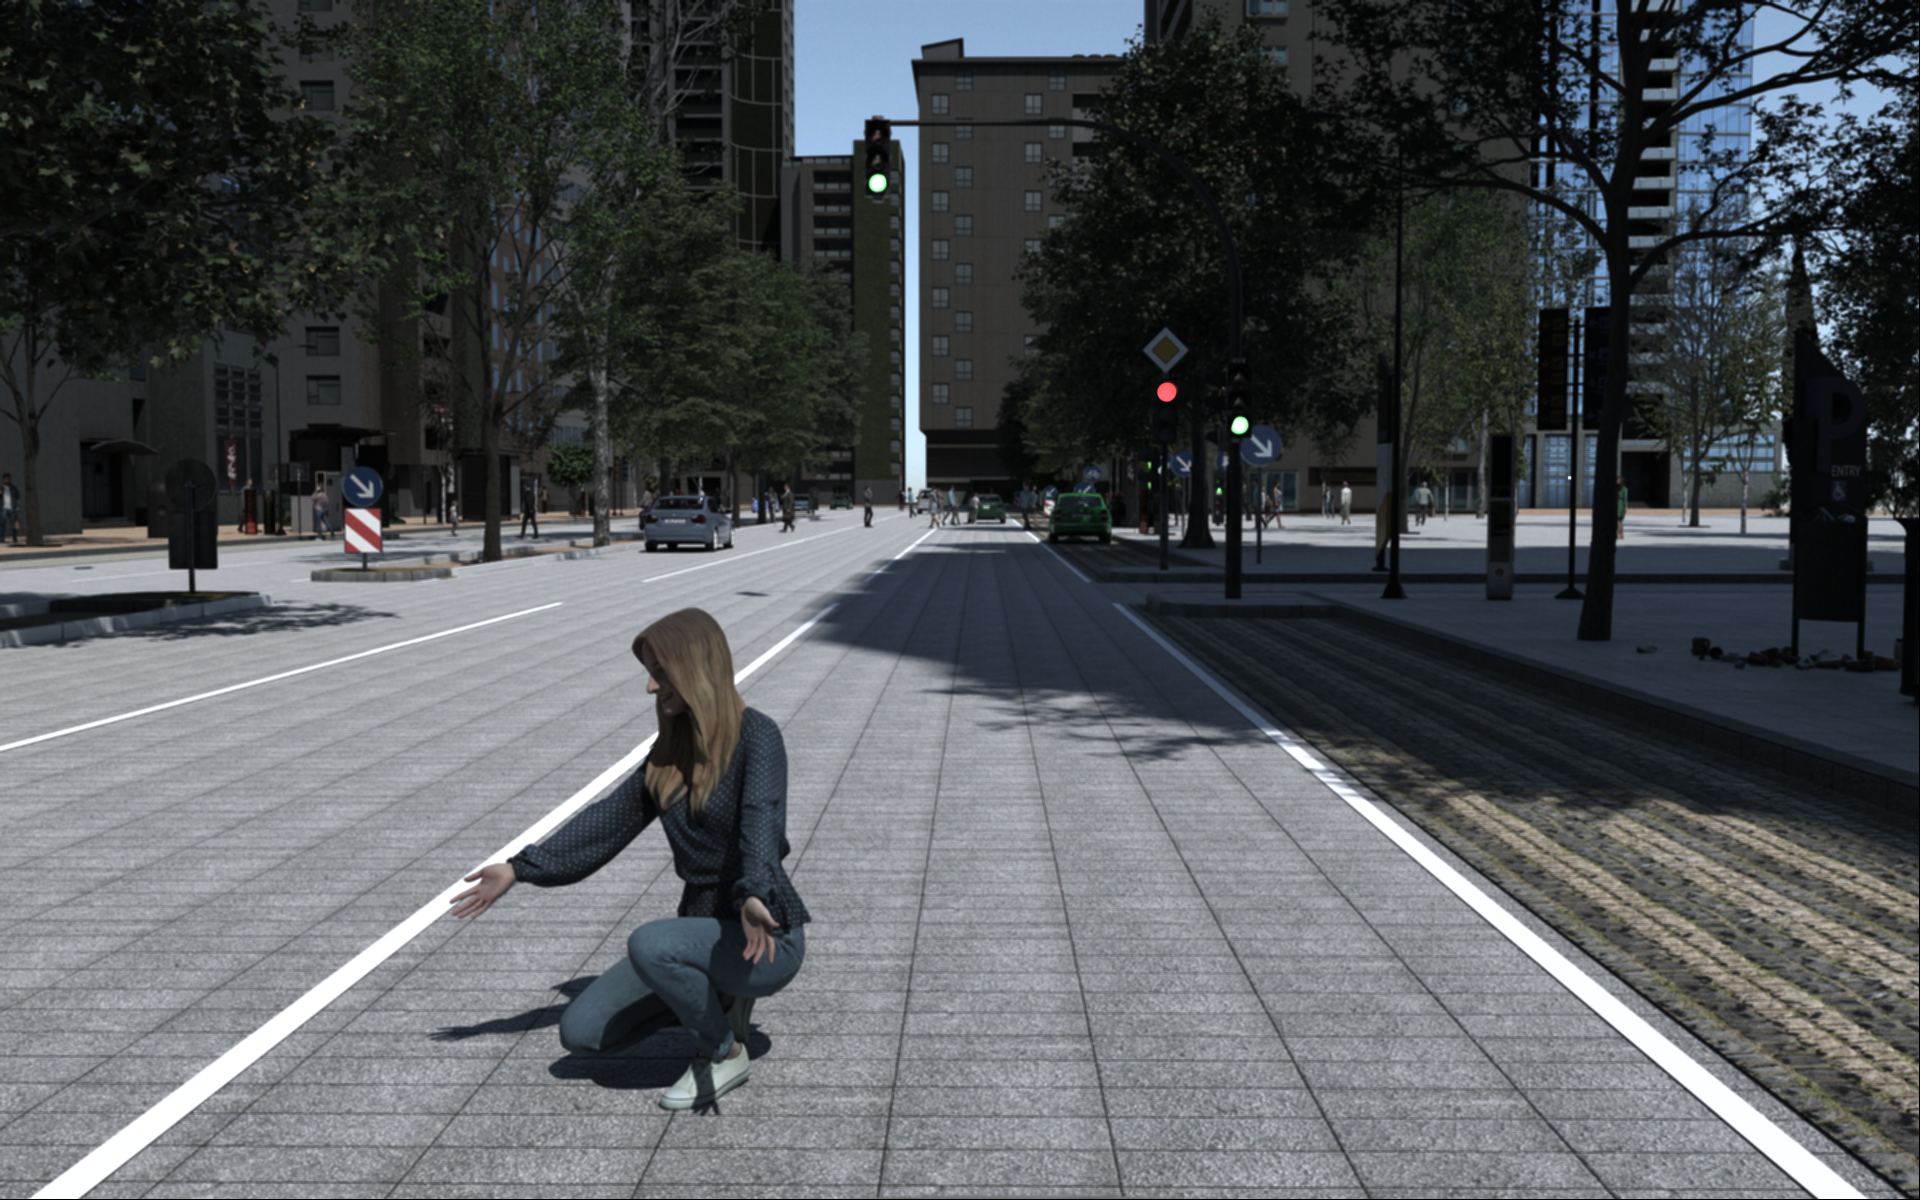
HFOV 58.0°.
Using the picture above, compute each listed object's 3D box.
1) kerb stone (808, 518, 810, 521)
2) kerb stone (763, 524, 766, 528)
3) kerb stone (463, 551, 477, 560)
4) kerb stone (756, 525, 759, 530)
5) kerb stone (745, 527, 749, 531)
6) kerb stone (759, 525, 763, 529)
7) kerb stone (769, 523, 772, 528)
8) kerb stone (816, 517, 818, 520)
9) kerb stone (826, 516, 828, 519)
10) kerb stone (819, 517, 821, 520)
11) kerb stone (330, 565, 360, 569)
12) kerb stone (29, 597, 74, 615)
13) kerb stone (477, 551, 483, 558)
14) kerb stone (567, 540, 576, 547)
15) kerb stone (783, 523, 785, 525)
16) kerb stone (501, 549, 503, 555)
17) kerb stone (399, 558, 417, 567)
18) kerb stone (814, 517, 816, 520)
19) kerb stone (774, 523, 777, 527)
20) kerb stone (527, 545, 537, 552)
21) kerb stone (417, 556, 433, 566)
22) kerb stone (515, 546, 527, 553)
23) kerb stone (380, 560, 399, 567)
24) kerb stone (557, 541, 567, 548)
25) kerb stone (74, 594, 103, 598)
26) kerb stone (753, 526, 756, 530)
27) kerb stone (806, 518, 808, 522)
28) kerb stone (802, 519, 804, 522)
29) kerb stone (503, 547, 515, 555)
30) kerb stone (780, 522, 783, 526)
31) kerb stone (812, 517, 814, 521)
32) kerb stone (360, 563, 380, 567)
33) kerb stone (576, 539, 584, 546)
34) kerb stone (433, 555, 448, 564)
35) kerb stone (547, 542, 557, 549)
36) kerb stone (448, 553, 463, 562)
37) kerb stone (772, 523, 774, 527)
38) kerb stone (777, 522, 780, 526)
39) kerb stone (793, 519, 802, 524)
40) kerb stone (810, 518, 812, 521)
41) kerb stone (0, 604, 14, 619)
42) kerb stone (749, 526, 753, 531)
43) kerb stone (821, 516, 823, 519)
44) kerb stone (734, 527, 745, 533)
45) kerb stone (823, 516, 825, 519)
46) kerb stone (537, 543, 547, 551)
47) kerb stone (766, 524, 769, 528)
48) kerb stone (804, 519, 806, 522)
[{"bbox_3d":[-8.021,-4.143,89.933,0.120,0.150,1.000,0,4,1],"label":"kerb stone"},{"bbox_3d":[-8.251,-3.014,71.473,0.120,0.150,1.000,0,4,1],"label":"kerb stone"},{"bbox_3d":[-10.767,-0.948,37.699,0.120,0.150,1.000,0,4,1],"label":"kerb stone"},{"bbox_3d":[-8.273,-2.887,69.429,0.120,0.150,1.000,0,4,1],"label":"kerb stone"},{"bbox_3d":[-8.310,-2.701,66.361,0.120,0.150,1.000,0,4,1],"label":"kerb stone"},{"bbox_3d":[-8.258,-2.951,70.451,0.120,0.150,1.000,0,4,1],"label":"kerb stone"},{"bbox_3d":[-8.228,-3.139,73.524,0.120,0.150,1.000,0,4,1],"label":"kerb stone"},{"bbox_3d":[-7.975,-4.392,94.029,0.120,0.150,1.000,0,4,1],"label":"kerb stone"},{"bbox_3d":[-7.901,-4.770,100.179,0.120,0.150,1.000,0,4,1],"label":"kerb stone"},{"bbox_3d":[-7.945,-4.519,96.077,0.120,0.150,1.000,0,4,1],"label":"kerb stone"},{"bbox_3d":[-10.858,-0.505,30.511,0.120,0.150,1.000,0,4,1],"label":"kerb stone"},{"bbox_3d":[-10.979,0.087,20.771,0.120,0.150,1.000,0,4,1],"label":"kerb stone"},{"bbox_3d":[-10.760,-1.011,38.721,0.120,0.150,1.000,0,4,1],"label":"kerb stone"},{"bbox_3d":[-10.649,-1.511,46.924,0.120,0.150,1.000,0,4,1],"label":"kerb stone"},{"bbox_3d":[-8.161,-3.447,78.666,0.120,0.150,1.000,0,4,1],"label":"kerb stone"},{"bbox_3d":[-10.741,-1.073,39.748,0.120,0.150,1.000,0,4,1],"label":"kerb stone"},{"bbox_3d":[-10.813,-0.697,33.593,0.120,0.150,1.000,0,4,1],"label":"kerb stone"},{"bbox_3d":[-7.985,-4.328,93.000,0.120,0.150,1.000,0,4,1],"label":"kerb stone"},{"bbox_3d":[-8.203,-3.264,75.582,0.120,0.150,1.000,0,4,1],"label":"kerb stone"},{"bbox_3d":[-10.705,-1.258,42.827,0.120,0.150,1.000,0,4,1],"label":"kerb stone"},{"bbox_3d":[-10.808,-0.759,34.615,0.120,0.150,1.000,0,4,1],"label":"kerb stone"},{"bbox_3d":[-10.715,-1.199,41.804,0.120,0.150,1.000,0,4,1],"label":"kerb stone"},{"bbox_3d":[-10.824,-0.632,32.565,0.120,0.150,1.000,0,4,1],"label":"kerb stone"},{"bbox_3d":[-10.668,-1.450,45.902,0.120,0.150,1.000,0,4,1],"label":"kerb stone"},{"bbox_3d":[-10.968,0.025,21.809,0.120,0.150,1.000,0,4,1],"label":"kerb stone"},{"bbox_3d":[-8.291,-2.826,68.407,0.120,0.150,1.000,0,4,1],"label":"kerb stone"},{"bbox_3d":[-8.034,-4.080,88.911,0.120,0.150,1.000,0,4,1],"label":"kerb stone"},{"bbox_3d":[-8.065,-3.955,86.867,0.120,0.150,1.000,0,4,1],"label":"kerb stone"},{"bbox_3d":[-10.730,-1.130,40.782,0.120,0.150,1.000,0,4,1],"label":"kerb stone"},{"bbox_3d":[-8.171,-3.391,77.643,0.120,0.150,1.000,0,4,1],"label":"kerb stone"},{"bbox_3d":[-7.992,-4.268,91.977,0.120,0.150,1.000,0,4,1],"label":"kerb stone"},{"bbox_3d":[-10.849,-0.572,31.543,0.120,0.150,1.000,0,4,1],"label":"kerb stone"},{"bbox_3d":[-10.642,-1.575,47.946,0.120,0.150,1.000,0,4,1],"label":"kerb stone"},{"bbox_3d":[-10.795,-0.822,35.641,0.120,0.150,1.000,0,4,1],"label":"kerb stone"},{"bbox_3d":[-10.684,-1.387,44.874,0.120,0.150,1.000,0,4,1],"label":"kerb stone"},{"bbox_3d":[-10.784,-0.886,36.677,0.120,0.150,1.000,0,4,1],"label":"kerb stone"},{"bbox_3d":[-8.215,-3.202,74.550,0.120,0.150,1.000,0,4,1],"label":"kerb stone"},{"bbox_3d":[-8.183,-3.328,76.611,0.120,0.150,1.000,0,4,1],"label":"kerb stone"},{"bbox_3d":[-8.074,-3.893,85.844,0.120,0.150,1.000,0,4,1],"label":"kerb stone"},{"bbox_3d":[-8.009,-4.206,90.955,0.120,0.150,1.000,0,4,1],"label":"kerb stone"},{"bbox_3d":[-10.987,0.150,19.749,0.120,0.150,1.000,0,4,1],"label":"kerb stone"},{"bbox_3d":[-8.297,-2.760,67.385,0.120,0.150,1.000,0,4,1],"label":"kerb stone"},{"bbox_3d":[-7.932,-4.581,97.099,0.120,0.150,1.000,0,4,1],"label":"kerb stone"},{"bbox_3d":[-8.318,-2.631,65.339,0.120,0.150,1.000,0,4,1],"label":"kerb stone"},{"bbox_3d":[-7.921,-4.640,98.128,0.120,0.150,1.000,0,4,1],"label":"kerb stone"},{"bbox_3d":[-10.695,-1.320,43.851,0.120,0.150,1.000,0,4,1],"label":"kerb stone"},{"bbox_3d":[-8.240,-3.077,72.502,0.120,0.150,1.000,0,4,1],"label":"kerb stone"},{"bbox_3d":[-8.038,-4.013,87.889,0.120,0.150,1.000,0,4,1],"label":"kerb stone"}]
